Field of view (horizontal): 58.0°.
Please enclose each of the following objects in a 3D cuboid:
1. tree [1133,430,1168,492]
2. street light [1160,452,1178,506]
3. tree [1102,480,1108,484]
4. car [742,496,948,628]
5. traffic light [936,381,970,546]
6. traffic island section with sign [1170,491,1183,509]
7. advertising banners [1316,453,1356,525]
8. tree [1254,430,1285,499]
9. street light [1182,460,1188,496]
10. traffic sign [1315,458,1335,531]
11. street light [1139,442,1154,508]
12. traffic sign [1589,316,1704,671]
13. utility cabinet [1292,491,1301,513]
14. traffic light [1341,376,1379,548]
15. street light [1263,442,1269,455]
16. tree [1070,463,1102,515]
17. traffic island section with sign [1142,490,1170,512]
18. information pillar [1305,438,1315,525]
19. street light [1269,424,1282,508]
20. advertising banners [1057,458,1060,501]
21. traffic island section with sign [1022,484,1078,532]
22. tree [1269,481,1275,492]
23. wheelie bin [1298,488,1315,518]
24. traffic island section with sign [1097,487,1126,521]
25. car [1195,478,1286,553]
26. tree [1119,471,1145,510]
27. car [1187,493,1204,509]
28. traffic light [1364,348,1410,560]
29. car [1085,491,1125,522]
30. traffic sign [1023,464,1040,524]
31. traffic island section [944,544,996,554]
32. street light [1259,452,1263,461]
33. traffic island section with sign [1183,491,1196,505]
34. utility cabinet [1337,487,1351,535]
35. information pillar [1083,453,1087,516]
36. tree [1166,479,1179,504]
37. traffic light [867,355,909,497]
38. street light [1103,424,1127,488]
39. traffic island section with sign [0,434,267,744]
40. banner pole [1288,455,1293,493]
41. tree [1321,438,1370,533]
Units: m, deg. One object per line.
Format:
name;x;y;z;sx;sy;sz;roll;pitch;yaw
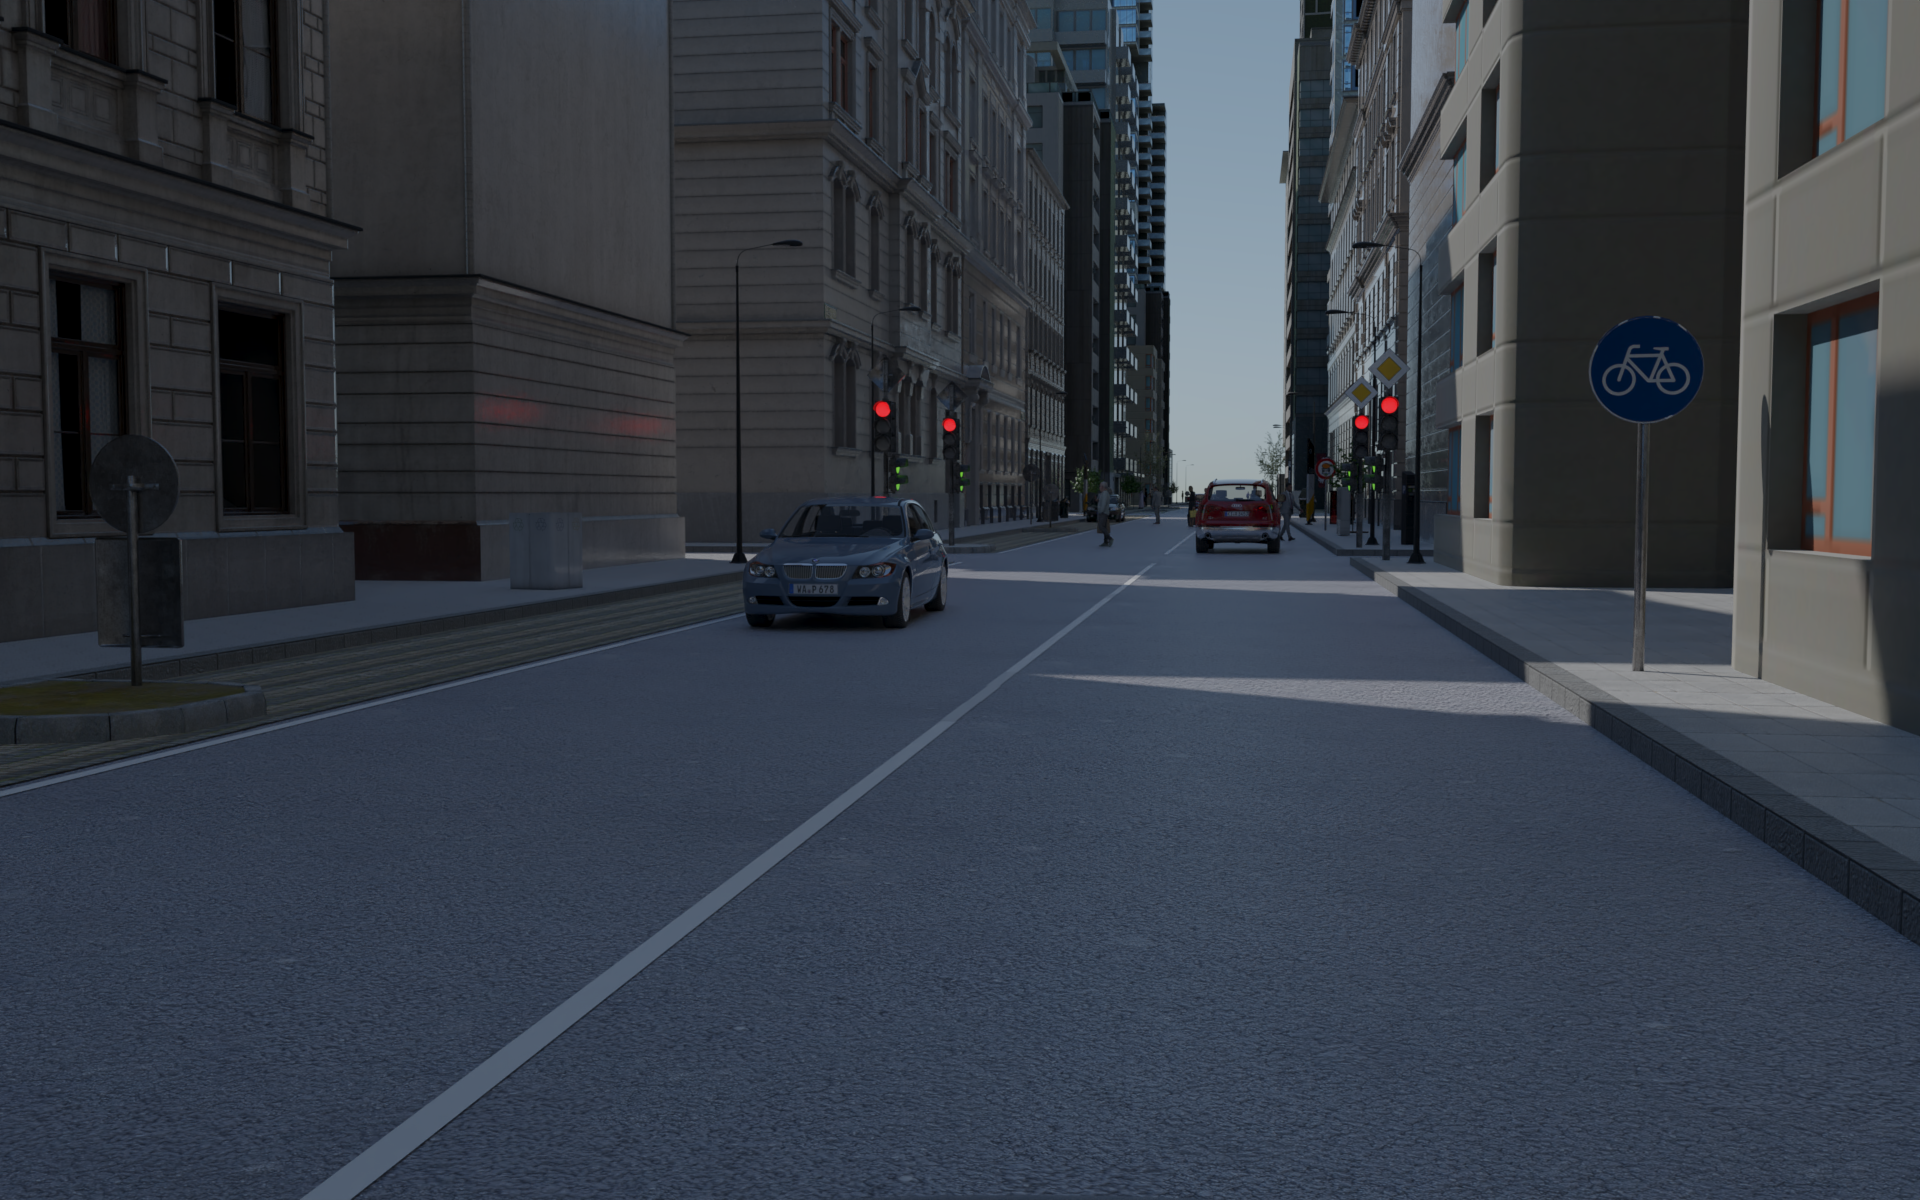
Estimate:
tree;21.436;-14.902;194.010;4.360;8.622;3.978;0;3;0
street light;24.337;-13.975;201.032;1.470;5.913;1.316;1;4;9
tree;9.204;-7.492;117.101;1.663;3.219;1.824;0;3;0
car;-1.217;-0.496;20.112;2.014;1.417;4.499;0;4;8
traffic light;-0.191;-3.304;42.942;0.839;4.253;0.868;1;4;9
traffic island section with sign;20.303;-9.750;168.035;1.989;1.847;2.006;1;4;9
advertising banners;15.902;-4.719;73.350;0.090;3.025;2.074;-3;5;-41
tree;35.990;-15.186;198.650;4.737;8.622;4.395;0;3;0
street light;30.151;-16.140;236.436;1.470;5.913;1.316;1;4;9
traffic sign;12.853;-3.714;60.833;0.768;2.556;0.104;1;4;18
street light;16.684;-11.154;154.910;1.470;5.913;1.316;1;4;9
traffic sign;4.920;-0.757;12.485;0.768;2.556;0.104;1;4;18
utility cabinet;22.174;-6.388;113.119;1.173;1.500;0.318;2;4;33
traffic light;9.542;-3.208;41.364;0.839;4.253;0.868;1;4;9
street light;28.202;-11.181;155.351;1.470;5.913;1.316;1;4;9
tree;7.562;-6.891;107.276;1.663;3.219;1.824;0;3;0
traffic island section with sign;15.934;-8.123;141.435;1.989;1.847;2.006;1;4;9
information pillar;14.577;-4.936;72.059;0.183;3.616;0.504;3;5;40
street light;22.159;-8.945;118.790;1.470;5.913;1.316;1;4;9
advertising banners;4.738;-5.371;83.999;0.090;3.025;2.074;0;3;0
traffic island section with sign;3.441;-3.473;65.405;1.989;1.847;2.006;1;4;9
tree;43.193;-15.093;241.372;1.663;3.219;1.824;0;3;0
wheelie bin;18.748;-5.247;93.703;0.693;1.594;0.980;-3;4;-36
traffic island section with sign;7.809;-5.100;92.006;1.989;1.847;2.006;1;4;9
car;7.027;-2.131;43.510;2.281;1.827;5.304;1;4;11
tree;14.710;-9.301;146.672;1.663;3.219;1.824;0;3;0
car;20.242;-8.372;145.914;2.155;1.783;4.494;1;4;10
traffic light;8.248;-2.726;33.484;0.839;4.253;0.868;1;4;9
car;7.440;-4.804;88.330;2.009;1.686;4.222;1;4;10
traffic sign;3.001;-4.463;73.082;0.768;2.556;0.104;1;4;15
traffic island section;-0.229;-1.272;43.083;2.009;0.180;2.903;1;4;9
street light;35.885;-14.049;202.243;1.470;5.913;1.316;1;4;9
traffic island section with sign;29.320;-13.105;222.890;1.989;1.847;2.006;1;4;9
utility cabinet;11.819;-2.737;53.427;0.318;1.500;1.173;0;4;7
information pillar;7.171;-6.589;99.087;0.183;3.616;0.504;-1;4;-13
tree;28.071;-14.232;227.287;1.663;3.219;1.824;0;3;0
traffic light;-1.486;-2.822;35.062;0.839;4.253;0.868;1;4;9
street light;10.842;-8.989;119.510;1.470;5.913;1.316;1;4;9
traffic island section with sign;-5.525;-0.135;10.828;1.989;1.847;2.006;1;4;9
banner pole;20.976;-7.340;110.025;0.401;3.779;0.863;-1;4;-10
tree;13.051;-3.833;57.277;1.663;3.219;1.824;0;3;0
